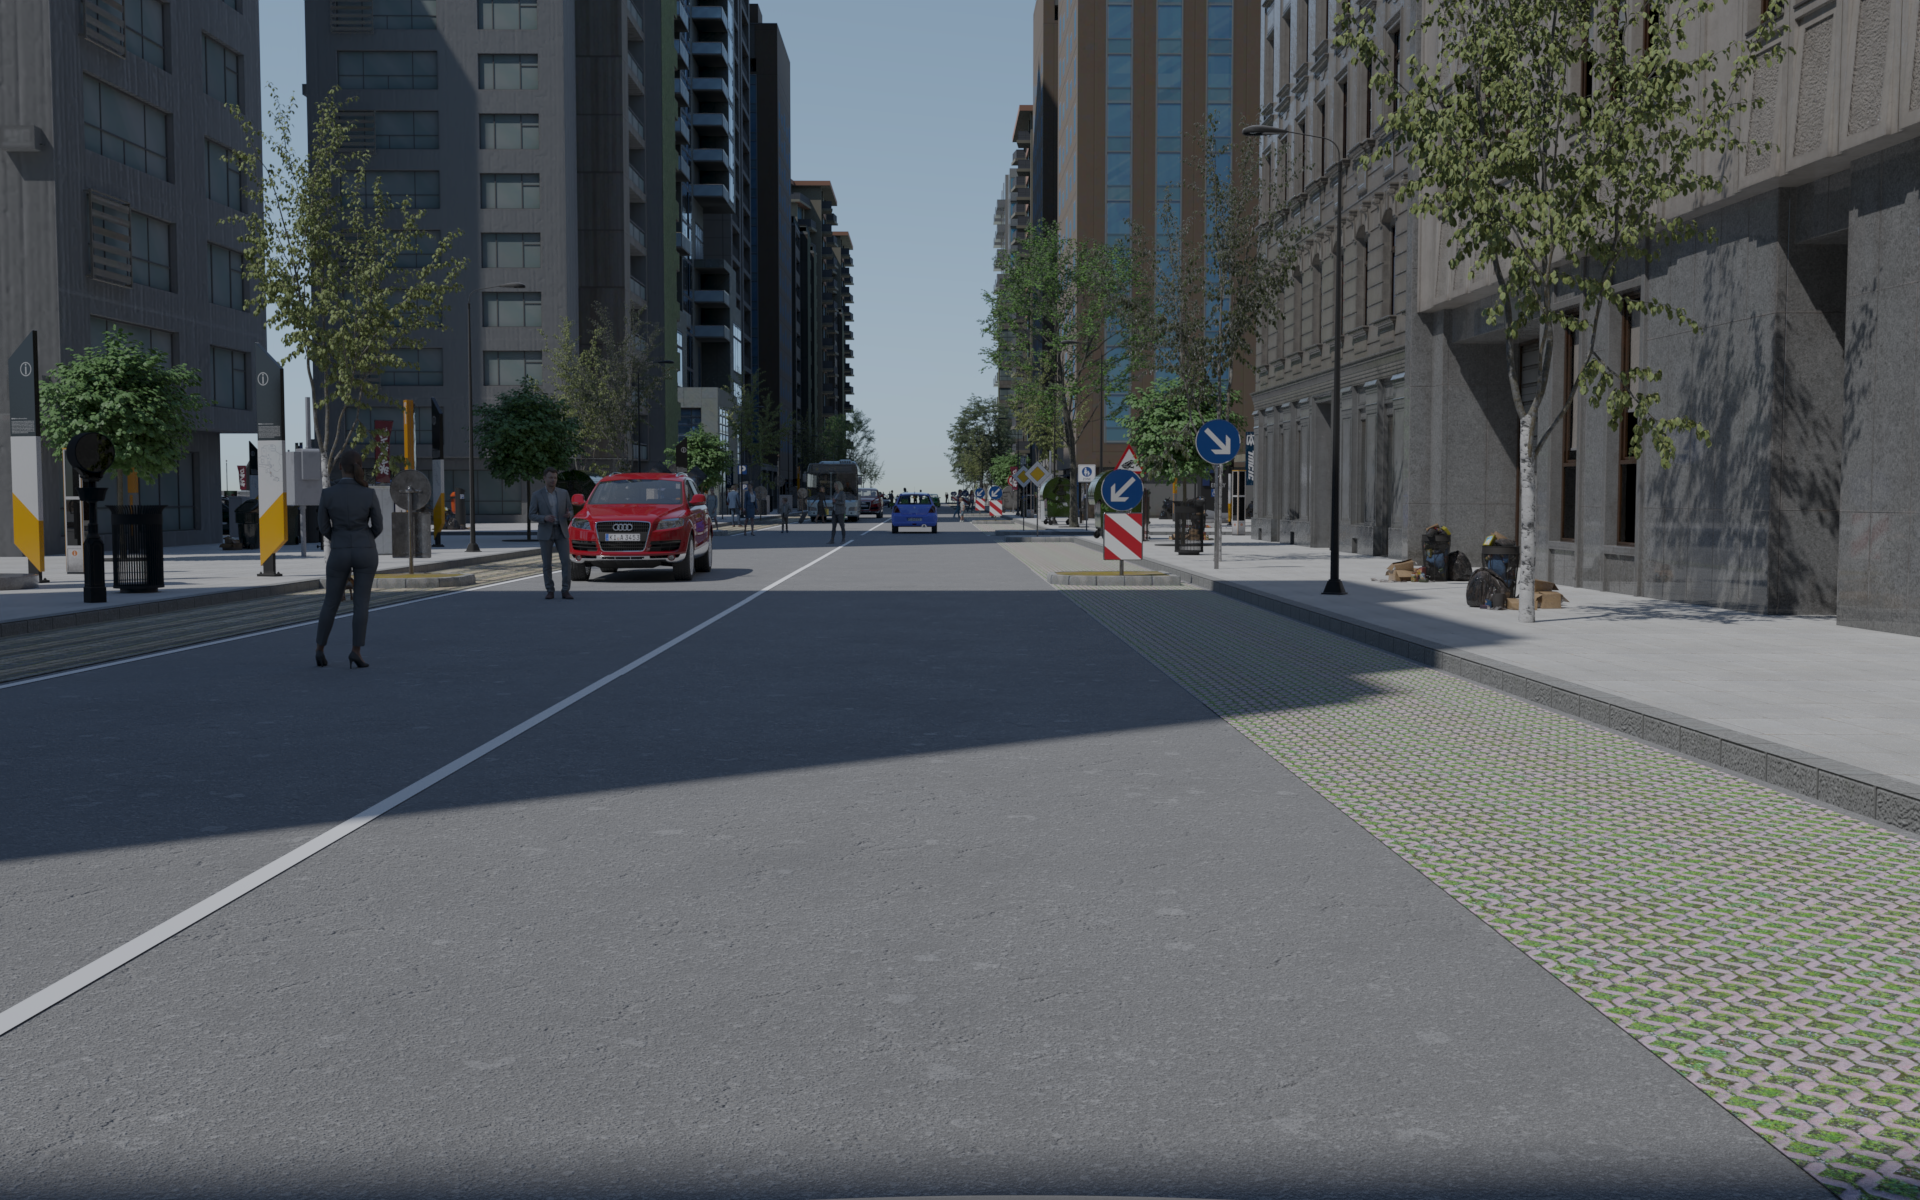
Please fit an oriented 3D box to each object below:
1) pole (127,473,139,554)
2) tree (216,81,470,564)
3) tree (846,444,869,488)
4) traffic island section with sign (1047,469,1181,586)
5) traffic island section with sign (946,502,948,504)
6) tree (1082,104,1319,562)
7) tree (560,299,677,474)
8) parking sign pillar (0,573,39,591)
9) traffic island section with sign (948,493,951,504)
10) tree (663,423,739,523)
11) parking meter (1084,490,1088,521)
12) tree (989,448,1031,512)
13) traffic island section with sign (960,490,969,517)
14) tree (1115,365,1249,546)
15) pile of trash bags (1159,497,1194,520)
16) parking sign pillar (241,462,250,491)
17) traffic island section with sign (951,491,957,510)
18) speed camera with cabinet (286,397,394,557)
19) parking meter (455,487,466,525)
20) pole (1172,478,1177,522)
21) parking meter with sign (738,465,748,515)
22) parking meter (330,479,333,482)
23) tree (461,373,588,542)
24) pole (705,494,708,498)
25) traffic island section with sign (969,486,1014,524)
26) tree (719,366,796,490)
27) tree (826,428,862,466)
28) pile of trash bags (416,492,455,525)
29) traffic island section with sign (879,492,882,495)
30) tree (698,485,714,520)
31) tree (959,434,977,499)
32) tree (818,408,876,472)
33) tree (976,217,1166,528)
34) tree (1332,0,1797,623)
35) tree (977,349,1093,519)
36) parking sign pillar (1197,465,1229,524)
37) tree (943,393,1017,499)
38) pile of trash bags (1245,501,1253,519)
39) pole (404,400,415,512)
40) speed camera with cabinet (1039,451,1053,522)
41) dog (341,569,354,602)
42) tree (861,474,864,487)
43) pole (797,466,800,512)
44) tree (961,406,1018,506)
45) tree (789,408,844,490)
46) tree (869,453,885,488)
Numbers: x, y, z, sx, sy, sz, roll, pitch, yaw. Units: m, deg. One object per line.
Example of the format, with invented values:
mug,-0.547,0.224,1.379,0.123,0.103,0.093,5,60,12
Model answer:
pole,-17.794,-2.655,37.245,0.158,3.312,0.155,0,3,0
tree,-11.401,-4.961,31.471,4.737,8.622,4.395,0,3,0
tree,-14.710,-17.310,233.375,4.360,8.622,3.978,0,3,0
traffic island section with sign,2.418,-1.172,27.794,1.989,1.847,2.006,0,4,-1
traffic island section with sign,-0.856,-14.304,242.494,1.989,1.847,2.006,0,4,-1
tree,4.743,-5.046,32.860,4.360,8.622,3.978,0,3,0
tree,-12.646,-6.982,64.513,4.360,8.622,3.978,0,3,0
parking sign pillar,-13.280,-2.131,23.315,1.447,3.967,1.447,-2,4,-26
traffic island section with sign,-0.021,-10.939,187.477,1.989,1.847,2.006,0,4,-1
tree,-11.604,-5.785,78.293,4.285,4.588,4.351,0,3,0
parking meter,6.020,-4.608,83.756,0.372,1.533,0.369,0,3,0
tree,3.681,-8.535,123.256,4.285,4.588,4.351,0,3,0
traffic island section with sign,1.146,-6.220,110.330,1.989,1.847,2.006,0,4,-1
tree,5.479,-3.622,42.929,4.285,4.588,4.351,0,3,0
pile of trash bags,11.644,-4.728,87.049,3.447,1.369,1.912,3,4,36
parking sign pillar,-53.684,-8.678,130.356,1.447,3.967,1.447,0,4,-2
traffic island section with sign,0.391,-9.266,160.127,1.989,1.847,2.006,0,4,-1
speed camera with cabinet,-12.865,-2.545,35.941,2.038,3.252,0.660,-3,4,-38
parking meter,-18.684,-3.447,64.775,0.372,1.533,0.369,0,3,0
pole,9.990,-5.298,80.462,0.158,3.312,0.155,0,3,0
parking meter with sign,-12.999,-6.597,104.127,0.543,3.016,1.738,-1,4,-13
parking meter,-25.059,-3.861,68.838,0.255,1.863,0.399,-2,4,-29
tree,-11.844,-3.877,47.103,4.285,4.588,4.351,0,3,0
pole,-14.940,-6.618,102.047,0.158,3.312,0.155,0,3,0
traffic island section with sign,1.571,-4.543,82.904,1.989,1.847,2.006,0,4,-1
tree,-11.819,-9.134,99.706,4.737,8.622,4.395,0,3,0
tree,-13.114,-14.879,193.638,4.737,8.622,4.395,0,3,0
pile of trash bags,-22.392,-3.828,72.337,3.447,1.369,1.912,-2,4,-34
traffic island section with sign,-12.398,-15.977,269.854,1.989,1.847,2.006,0,4,-1
tree,-12.764,-5.560,85.515,1.663,3.219,1.824,0,3,0
tree,2.118,-15.758,208.012,4.737,8.622,4.395,0,3,0
tree,-13.580,-17.273,208.169,9.928,11.665,9.643,0,3,0
tree,4.207,-8.577,65.986,9.928,11.665,9.643,0,3,0
tree,5.634,-4.065,16.826,4.737,8.622,4.395,0,3,0
tree,4.204,-8.359,87.031,4.737,8.622,4.395,0,3,0
parking sign pillar,11.079,-5.344,75.842,1.447,3.967,1.447,-1,4,-15
tree,2.768,-19.094,218.839,9.857,13.997,8.962,0,3,0
pile of trash bags,14.658,-4.854,89.113,1.912,1.369,3.447,-2,4,-26
pole,-11.960,-2.679,37.647,0.158,3.312,0.155,0,3,0
speed camera with cabinet,4.007,-5.244,80.071,0.660,3.252,2.038,0,4,4
dog,-8.165,-0.232,23.075,0.540,0.507,0.406,2,4,25
tree,-14.089,-14.692,223.928,4.285,4.588,4.351,0,3,0
pole,-11.808,-8.123,126.659,0.158,3.312,0.155,0,3,0
tree,2.938,-11.834,143.845,4.360,8.622,3.978,0,3,0
tree,-12.866,-12.209,149.982,4.360,8.622,3.978,0,3,0
tree,-14.520,-18.949,260.174,4.360,8.622,3.978,0,3,0
